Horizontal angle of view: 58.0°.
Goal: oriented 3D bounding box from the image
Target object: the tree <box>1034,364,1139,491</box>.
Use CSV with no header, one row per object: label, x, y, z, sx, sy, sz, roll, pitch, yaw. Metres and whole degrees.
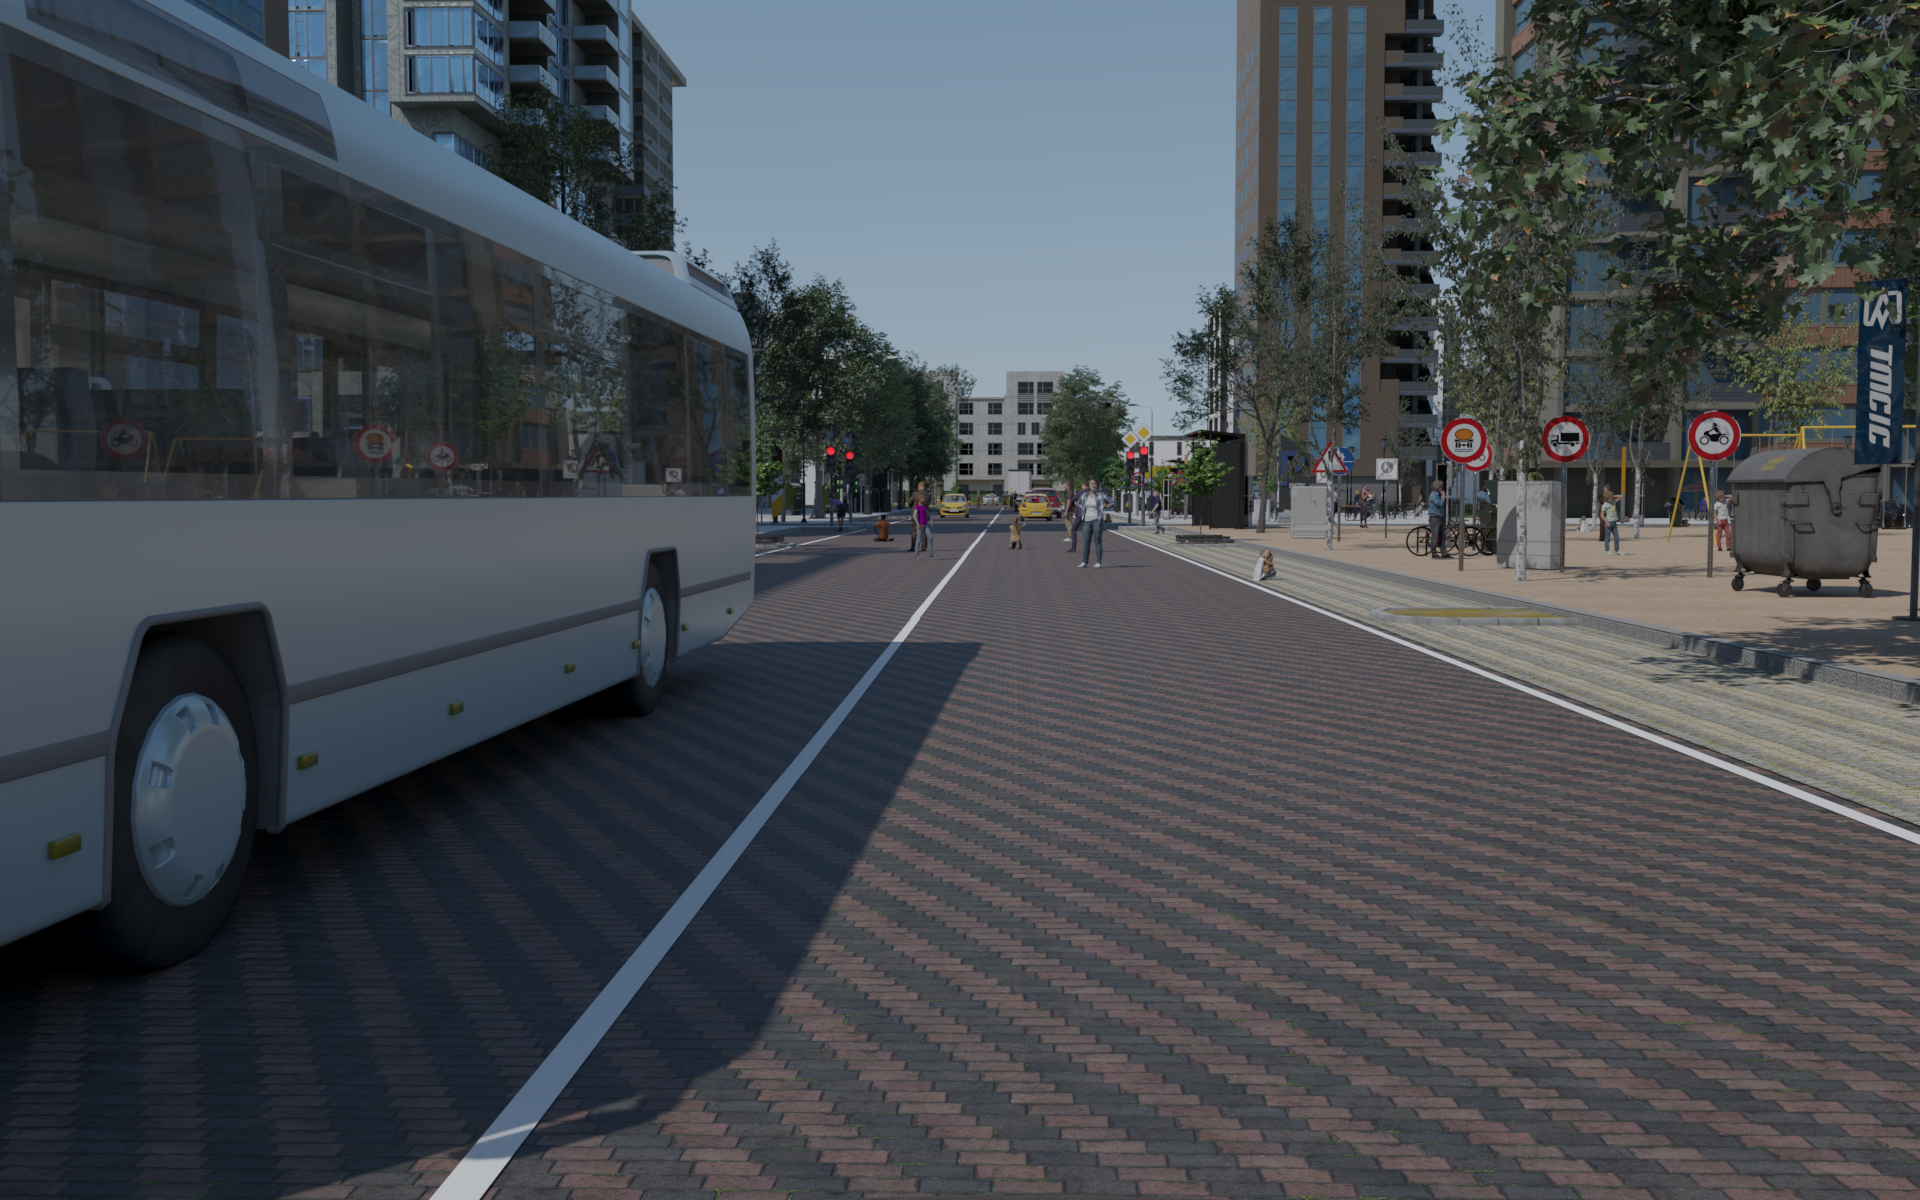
tree,12.480,-16.010,168.417,9.857,13.997,8.962,0,3,0

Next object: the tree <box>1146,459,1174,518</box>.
tree,10.879,-6.077,93.958,1.663,3.219,1.824,0,3,0

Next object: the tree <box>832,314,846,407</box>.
tree,-7.584,-7.845,62.678,7.601,10.594,8.767,0,4,7

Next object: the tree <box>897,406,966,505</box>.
tree,-3.755,-17.571,213.040,9.928,11.665,9.643,0,3,0

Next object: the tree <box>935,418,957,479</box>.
tree,-5.023,-14.229,149.645,9.611,12.733,9.660,0,3,0

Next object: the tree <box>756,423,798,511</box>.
tree,-15.469,-11.284,134.853,4.360,8.622,3.978,0,3,0

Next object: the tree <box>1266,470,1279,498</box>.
tree,22.055,-7.678,120.131,1.663,3.219,1.824,0,3,0

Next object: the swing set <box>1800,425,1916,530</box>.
swing set,20.919,-2.570,39.636,3.119,2.851,2.862,1,4,17

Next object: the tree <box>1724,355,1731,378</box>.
tree,19.733,-6.072,49.636,4.360,8.622,3.978,0,3,0

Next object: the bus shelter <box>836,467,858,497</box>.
bus shelter,-9.090,-9.191,141.557,1.731,3.624,6.357,0,4,2

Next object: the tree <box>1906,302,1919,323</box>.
tree,28.229,-7.314,45.347,9.928,11.665,9.643,0,3,0

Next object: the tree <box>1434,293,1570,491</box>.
tree,17.964,-6.585,58.035,4.737,8.622,4.395,0,3,0

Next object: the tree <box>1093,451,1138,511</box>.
tree,11.485,-8.901,129.239,4.285,4.588,4.351,0,3,0

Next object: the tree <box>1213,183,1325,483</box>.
tree,8.217,-5.448,39.433,4.360,8.622,3.978,0,3,0

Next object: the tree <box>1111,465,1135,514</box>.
tree,10.975,-7.292,113.826,1.663,3.219,1.824,0,3,0

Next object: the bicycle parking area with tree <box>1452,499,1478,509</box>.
bicycle parking area with tree,39.048,-8.073,118.991,9.016,4.147,8.231,-1,4,-18

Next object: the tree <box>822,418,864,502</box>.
tree,-7.004,-9.078,98.786,4.737,8.622,4.395,0,3,0

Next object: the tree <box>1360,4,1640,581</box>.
tree,8.028,-4.580,25.254,4.360,8.622,3.978,0,3,0

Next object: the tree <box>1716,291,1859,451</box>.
tree,25.074,-6.251,52.573,4.737,8.622,4.395,0,3,0

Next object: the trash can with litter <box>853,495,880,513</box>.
trash can with litter,-6.604,-6.362,115.080,1.678,1.210,2.233,3,4,37

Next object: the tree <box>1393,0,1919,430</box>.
tree,7.798,-5.765,11.271,9.611,12.733,9.660,0,3,0

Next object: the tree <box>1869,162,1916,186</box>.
tree,17.333,-5.614,26.209,8.767,10.594,7.601,-1,4,-15

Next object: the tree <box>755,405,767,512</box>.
tree,-14.255,-10.684,125.044,4.737,8.622,4.395,0,3,0

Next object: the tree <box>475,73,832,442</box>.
tree,-8.352,-6.387,38.847,7.601,10.594,8.767,1,4,23

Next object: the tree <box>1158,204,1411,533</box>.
tree,10.058,-7.456,56.318,8.767,10.594,7.601,-2,4,-35

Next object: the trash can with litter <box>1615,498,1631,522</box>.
trash can with litter,30.137,-4.125,78.825,0.624,1.170,1.055,-1,4,-16

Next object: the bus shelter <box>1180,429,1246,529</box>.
bus shelter,9.639,-4.558,65.809,1.731,3.624,6.357,0,4,2

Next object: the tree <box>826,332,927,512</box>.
tree,-6.042,-12.365,120.302,7.486,12.596,7.792,0,3,0

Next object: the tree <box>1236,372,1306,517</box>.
tree,18.080,-9.077,98.765,4.737,8.622,4.395,0,3,0

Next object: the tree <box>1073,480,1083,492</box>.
tree,14.320,-12.809,204.020,1.663,3.219,1.824,0,3,0

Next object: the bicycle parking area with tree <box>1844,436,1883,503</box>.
bicycle parking area with tree,45.348,-5.901,83.486,9.016,4.147,8.231,-2,4,-28

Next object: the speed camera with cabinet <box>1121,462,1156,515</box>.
speed camera with cabinet,10.937,-6.845,106.245,2.038,3.252,0.660,2,4,24

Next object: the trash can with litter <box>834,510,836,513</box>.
trash can with litter,-9.582,-7.055,126.736,0.624,1.170,1.055,-1,4,-12

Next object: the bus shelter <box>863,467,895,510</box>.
bus shelter,-6.410,-9.621,134.927,2.179,5.291,8.768,0,4,2

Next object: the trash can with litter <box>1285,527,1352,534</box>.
trash can with litter,11.563,-2.774,56.415,1.678,1.210,2.233,-2,4,-33

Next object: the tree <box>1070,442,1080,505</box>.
tree,13.987,-15.794,208.599,4.360,8.622,3.978,0,3,0

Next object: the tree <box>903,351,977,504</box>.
tree,-4.371,-22.839,229.303,12.611,20.169,13.585,0,3,0

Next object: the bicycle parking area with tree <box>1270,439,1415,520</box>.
bicycle parking area with tree,19.422,-6.299,89.999,8.231,4.147,9.016,1,4,14

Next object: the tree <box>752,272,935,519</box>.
tree,-7.329,-10.567,89.782,9.611,12.733,9.660,0,3,0

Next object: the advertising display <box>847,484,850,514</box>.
advertising display,-7.076,-6.408,109.985,0.123,1.923,0.974,-1,4,-11

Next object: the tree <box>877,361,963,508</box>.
tree,-4.680,-15.792,164.852,9.857,13.997,8.962,0,3,0

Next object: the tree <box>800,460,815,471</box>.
tree,-14.225,-12.216,150.096,4.360,8.622,3.978,0,3,0

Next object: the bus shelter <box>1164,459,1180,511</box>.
bus shelter,15.223,-7.849,119.608,1.731,3.624,6.357,0,4,2

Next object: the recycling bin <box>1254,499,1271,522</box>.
recycling bin,14.047,-4.155,80.485,0.722,1.027,0.722,1,4,13

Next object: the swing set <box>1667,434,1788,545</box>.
swing set,20.665,-2.915,45.279,3.119,2.851,2.862,0,4,-2

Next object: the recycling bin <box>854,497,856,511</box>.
recycling bin,-7.503,-7.179,129.930,0.722,1.027,0.722,3,5,44

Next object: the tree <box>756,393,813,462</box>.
tree,-14.783,-13.313,143.427,9.928,11.665,9.643,0,3,0

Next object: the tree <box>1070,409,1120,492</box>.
tree,11.535,-12.027,146.996,4.737,8.622,4.395,0,3,0

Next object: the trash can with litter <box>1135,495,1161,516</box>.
trash can with litter,11.036,-5.562,102.001,1.678,1.210,2.233,0,4,4
